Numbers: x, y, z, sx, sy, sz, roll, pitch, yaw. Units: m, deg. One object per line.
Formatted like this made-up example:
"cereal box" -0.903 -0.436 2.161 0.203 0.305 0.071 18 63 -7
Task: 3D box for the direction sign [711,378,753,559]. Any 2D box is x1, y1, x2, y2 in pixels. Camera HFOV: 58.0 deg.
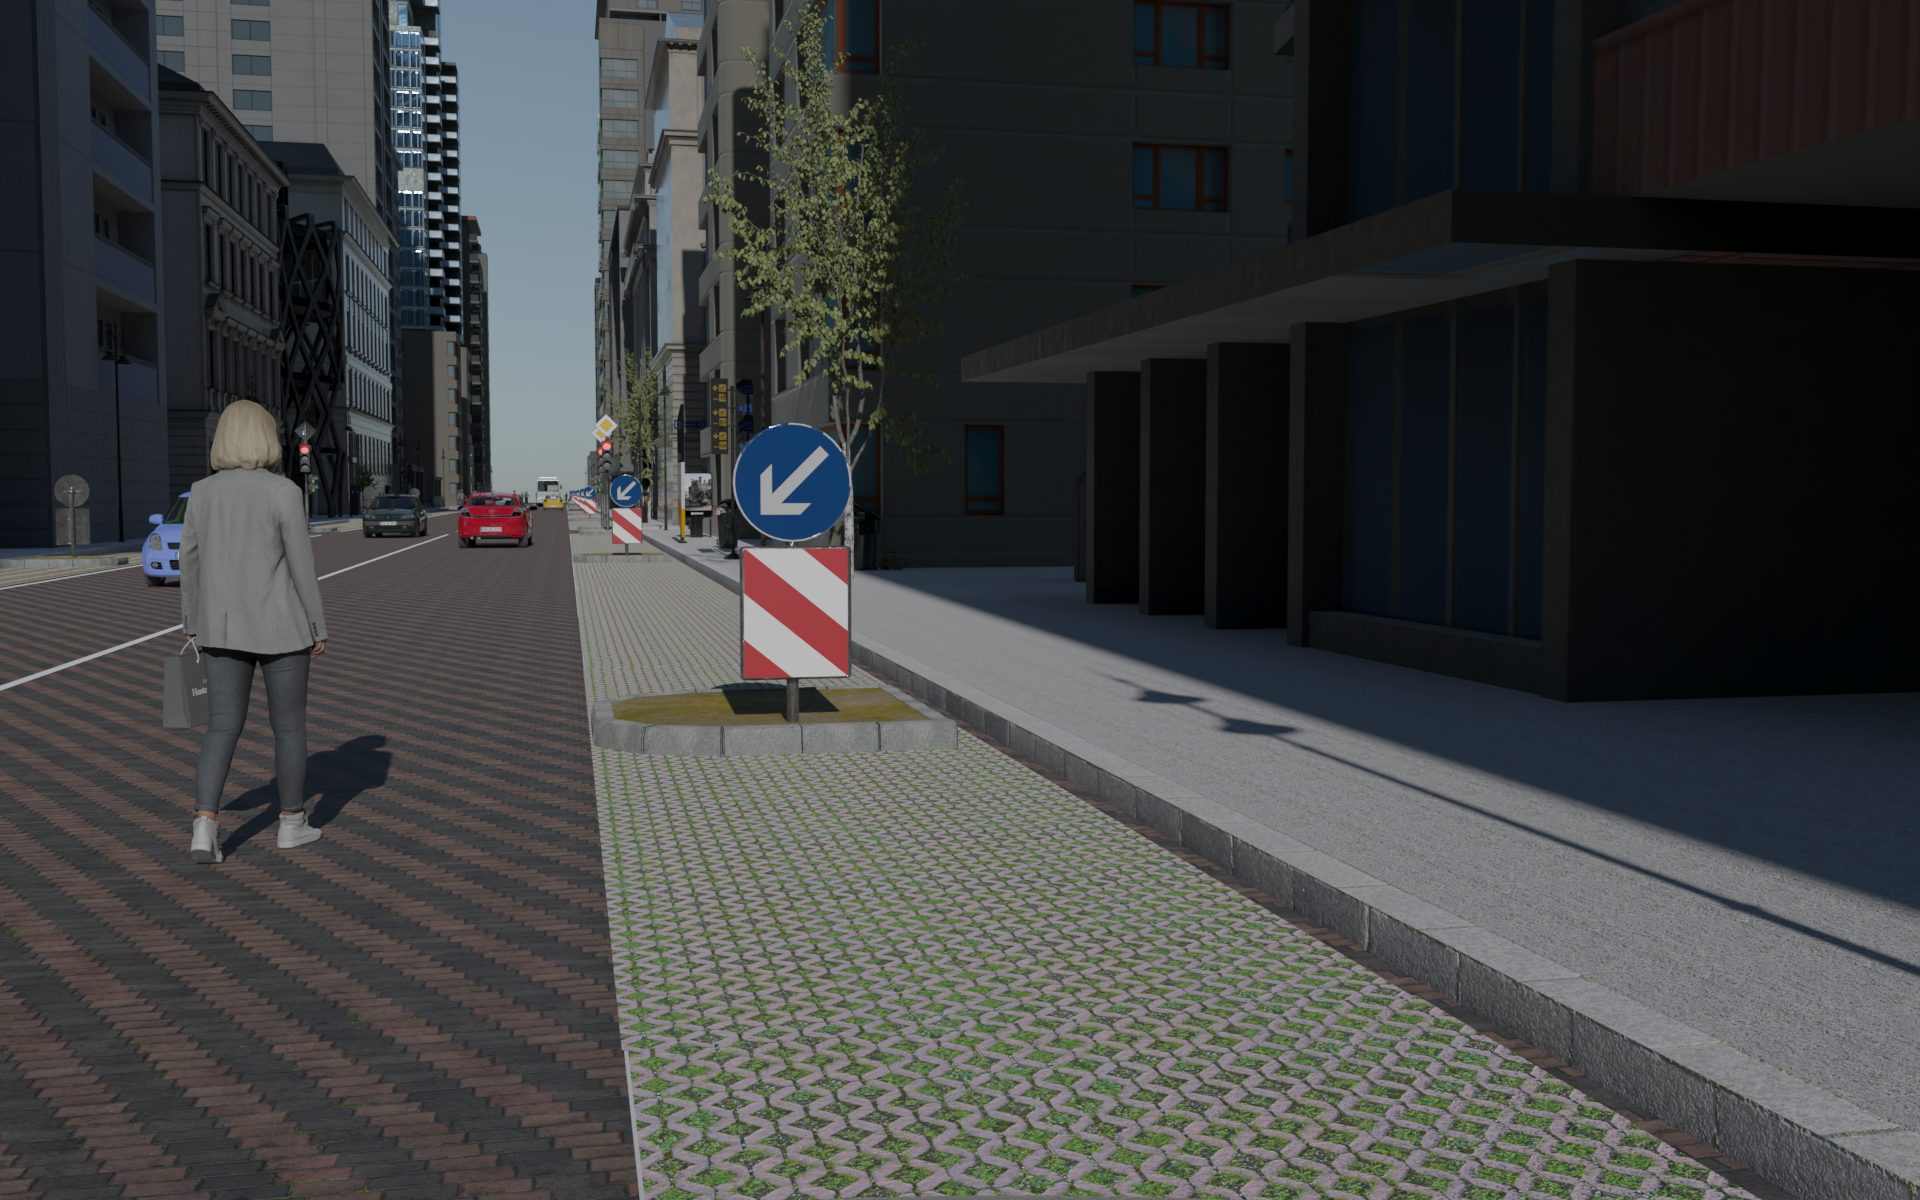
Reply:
"direction sign" -4.474 -2.574 34.083 0.876 3.537 0.379 -2 4 -29

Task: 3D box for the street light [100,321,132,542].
"street light" -22.501 -4.496 46.302 0.468 5.910 1.993 -1 4 -13

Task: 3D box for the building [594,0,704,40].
"building" -21.923 -35.879 175.864 28.713 52.752 27.495 -1 4 -13

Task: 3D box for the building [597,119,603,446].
"building" -31.056 -35.735 203.867 23.786 49.044 30.456 -1 4 -13

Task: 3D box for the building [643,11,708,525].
"building" 3.575 -15.902 79.077 34.723 24.649 14.460 -1 4 -13

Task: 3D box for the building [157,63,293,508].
"building" -35.100 -12.752 73.119 10.561 19.102 19.286 -1 4 -13

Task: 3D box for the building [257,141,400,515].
"building" -48.195 -17.487 119.203 16.112 22.955 30.059 -1 4 -13

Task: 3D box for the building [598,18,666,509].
"building" -24.813 -28.788 154.279 14.154 41.232 14.086 -1 4 -13

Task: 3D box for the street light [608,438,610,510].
"street light" -28.794 -10.352 142.044 0.468 5.910 1.993 -1 4 -13

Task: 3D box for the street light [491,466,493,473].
"street light" -76.088 -18.887 281.583 0.468 5.910 1.993 -1 4 -13

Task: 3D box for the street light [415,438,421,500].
"street light" -44.306 -10.340 141.851 0.468 5.910 1.993 -1 4 -13

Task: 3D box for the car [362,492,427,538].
"car" -18.898 -2.948 57.985 2.009 1.686 4.222 -1 4 -11

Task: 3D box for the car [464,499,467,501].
"car" -30.711 -6.245 111.142 2.155 1.783 4.494 -1 4 -13

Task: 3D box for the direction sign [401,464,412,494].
"direction sign" -42.199 -8.575 132.191 0.379 3.537 0.876 3 5 39

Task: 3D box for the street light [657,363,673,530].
"street light" -10.396 -5.400 61.072 0.468 5.910 1.993 -1 4 -13

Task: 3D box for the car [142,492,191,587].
"car" -11.994 -1.130 28.075 1.945 1.707 3.694 -1 4 -11

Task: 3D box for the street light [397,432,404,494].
"street light" -40.728 -9.381 126.159 0.468 5.910 1.993 -1 4 -13

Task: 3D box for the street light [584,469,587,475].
"street light" -57.382 -18.040 267.747 0.468 5.910 1.993 -1 4 -13

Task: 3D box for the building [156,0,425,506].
"building" -56.911 -43.309 146.356 20.563 71.187 20.611 -1 4 -13

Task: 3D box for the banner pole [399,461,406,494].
"banner pole" -41.540 -8.517 129.267 0.401 3.779 0.863 1 4 23

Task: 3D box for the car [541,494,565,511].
"car" -35.437 -8.603 150.879 2.015 1.641 3.980 -1 4 -14

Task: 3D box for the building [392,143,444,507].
"building" -67.696 -29.126 168.093 32.217 40.220 23.993 -1 4 -13

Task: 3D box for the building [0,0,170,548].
"building" -37.167 -30.735 44.517 28.212 58.520 21.231 -1 4 -13

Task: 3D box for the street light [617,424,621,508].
"street light" -22.060 -8.533 112.307 0.468 5.910 1.993 -1 4 -13

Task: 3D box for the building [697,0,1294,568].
"building" 8.038 -12.304 46.204 27.650 21.520 28.899 -1 4 -13

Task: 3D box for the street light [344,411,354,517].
"street light" -33.966 -7.559 96.374 0.468 5.910 1.993 -1 4 -13

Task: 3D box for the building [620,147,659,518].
"building" -13.037 -15.987 103.191 13.314 21.916 24.055 -1 4 -13

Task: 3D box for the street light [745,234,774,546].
"street light" -3.506 -3.548 30.799 0.468 5.910 1.993 -1 4 -13

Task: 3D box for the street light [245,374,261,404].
"street light" -27.184 -5.741 66.648 0.468 5.910 1.993 -1 4 -13

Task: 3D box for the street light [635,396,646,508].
"street light" -15.120 -6.677 81.960 0.468 5.910 1.993 -1 4 -13

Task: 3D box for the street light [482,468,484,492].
"street light" -69.319 -17.068 251.854 0.468 5.910 1.993 -1 4 -13

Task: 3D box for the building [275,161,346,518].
"building" -41.479 -13.671 90.967 16.820 18.784 16.811 -1 4 -13

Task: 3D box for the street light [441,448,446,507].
"street light" -51.210 -12.172 171.799 0.468 5.910 1.993 -1 4 -13

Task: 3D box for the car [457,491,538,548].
"car" -12.695 -2.348 47.438 2.155 1.783 4.494 -1 4 -11

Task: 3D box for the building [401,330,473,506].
"building" -70.293 -21.443 195.638 27.650 21.520 28.899 -1 4 -13

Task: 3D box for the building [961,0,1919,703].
"building" 13.649 -21.675 9.014 22.147 44.769 28.867 -1 4 -13

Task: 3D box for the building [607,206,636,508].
"building" -18.699 -18.988 129.517 14.314 24.678 30.058 -1 4 -13

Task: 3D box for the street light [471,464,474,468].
"street light" -62.570 -15.245 222.040 0.468 5.910 1.993 -1 4 -13

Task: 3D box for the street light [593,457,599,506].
"street light" -38.983 -13.091 186.831 0.468 5.910 1.993 -1 4 -13

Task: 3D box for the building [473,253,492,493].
"building" -84.679 -36.728 284.091 14.154 41.232 14.086 -1 4 -13

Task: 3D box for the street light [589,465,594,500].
"street light" -45.860 -14.924 216.801 0.468 5.910 1.993 -1 4 -13

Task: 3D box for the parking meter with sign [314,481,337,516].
"parking meter with sign" -38.136 -6.554 103.413 0.543 3.016 1.738 3 4 39
